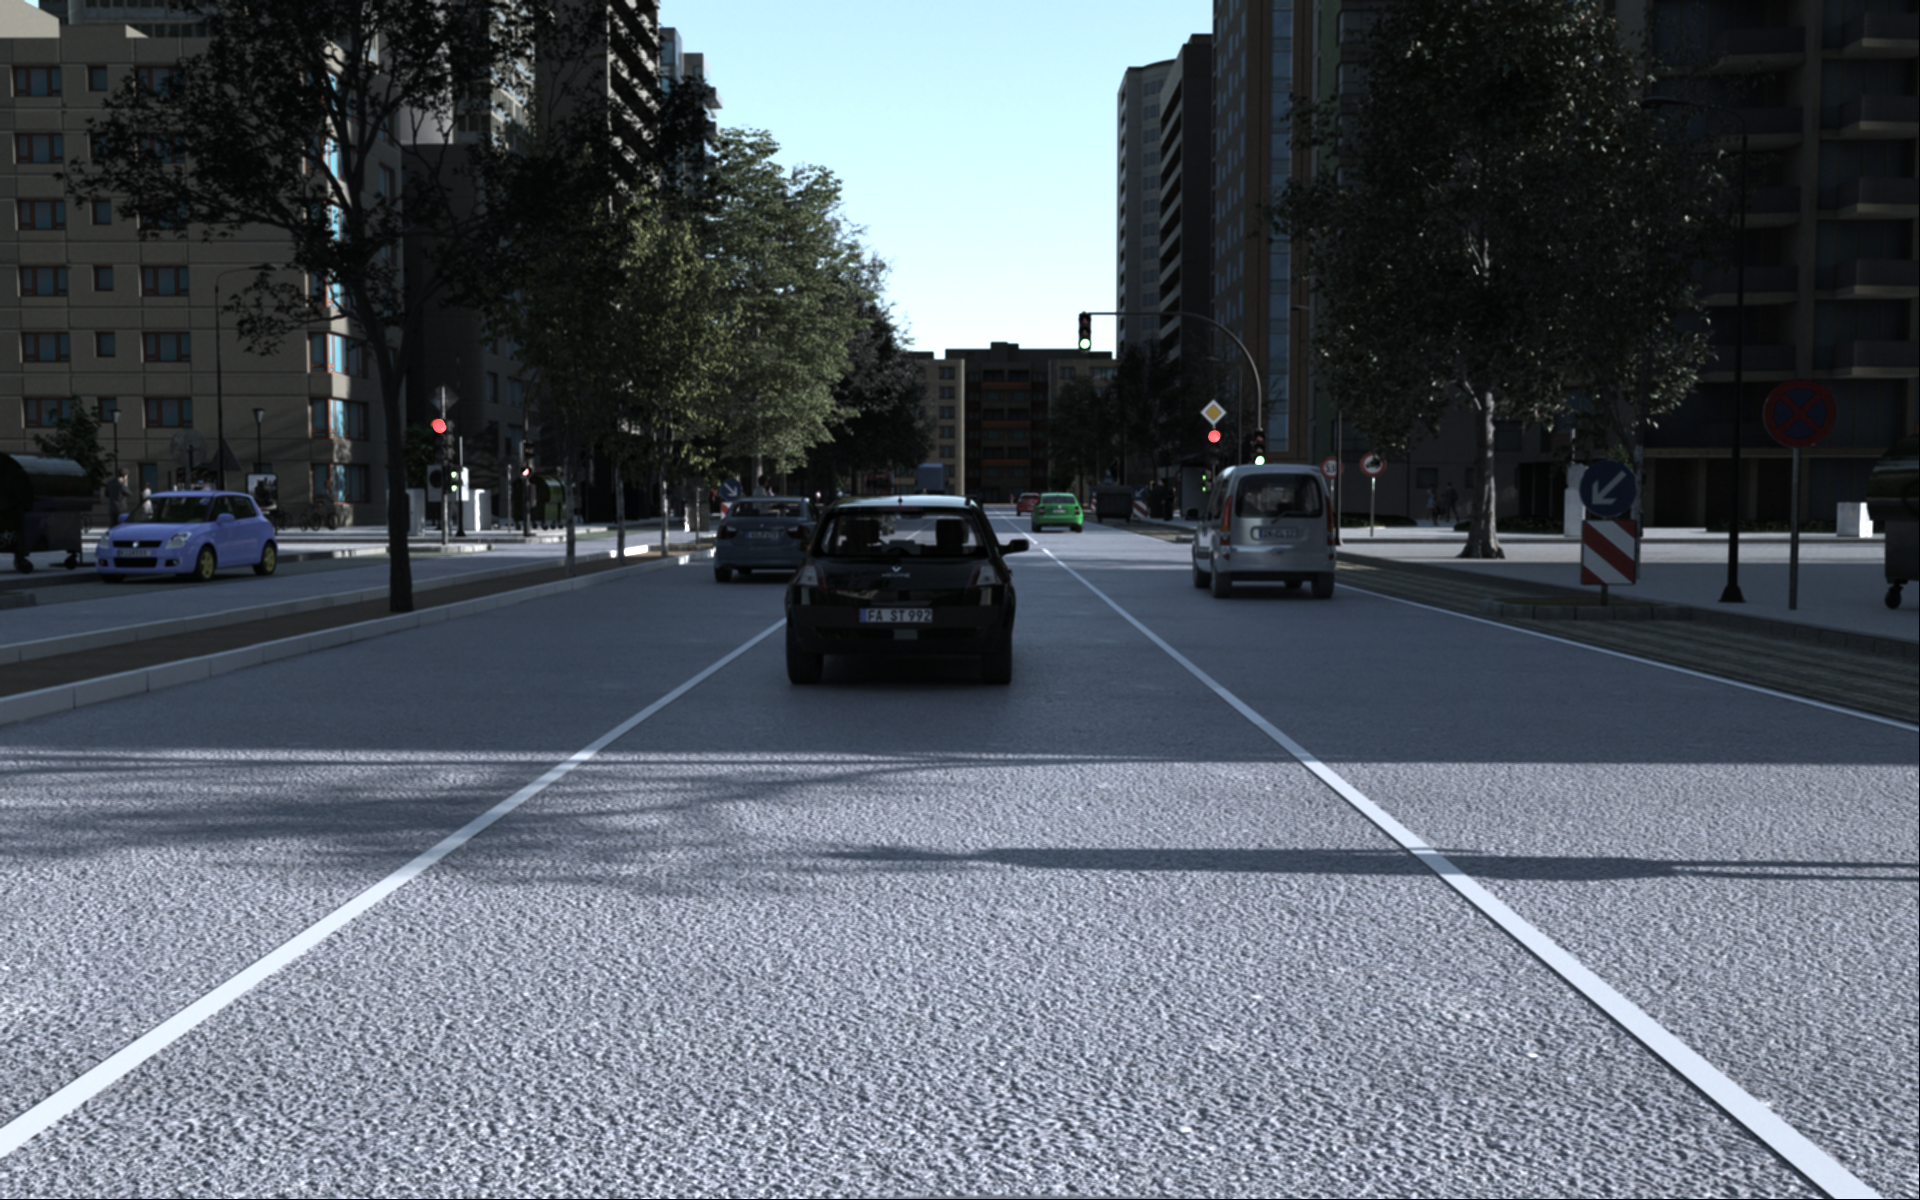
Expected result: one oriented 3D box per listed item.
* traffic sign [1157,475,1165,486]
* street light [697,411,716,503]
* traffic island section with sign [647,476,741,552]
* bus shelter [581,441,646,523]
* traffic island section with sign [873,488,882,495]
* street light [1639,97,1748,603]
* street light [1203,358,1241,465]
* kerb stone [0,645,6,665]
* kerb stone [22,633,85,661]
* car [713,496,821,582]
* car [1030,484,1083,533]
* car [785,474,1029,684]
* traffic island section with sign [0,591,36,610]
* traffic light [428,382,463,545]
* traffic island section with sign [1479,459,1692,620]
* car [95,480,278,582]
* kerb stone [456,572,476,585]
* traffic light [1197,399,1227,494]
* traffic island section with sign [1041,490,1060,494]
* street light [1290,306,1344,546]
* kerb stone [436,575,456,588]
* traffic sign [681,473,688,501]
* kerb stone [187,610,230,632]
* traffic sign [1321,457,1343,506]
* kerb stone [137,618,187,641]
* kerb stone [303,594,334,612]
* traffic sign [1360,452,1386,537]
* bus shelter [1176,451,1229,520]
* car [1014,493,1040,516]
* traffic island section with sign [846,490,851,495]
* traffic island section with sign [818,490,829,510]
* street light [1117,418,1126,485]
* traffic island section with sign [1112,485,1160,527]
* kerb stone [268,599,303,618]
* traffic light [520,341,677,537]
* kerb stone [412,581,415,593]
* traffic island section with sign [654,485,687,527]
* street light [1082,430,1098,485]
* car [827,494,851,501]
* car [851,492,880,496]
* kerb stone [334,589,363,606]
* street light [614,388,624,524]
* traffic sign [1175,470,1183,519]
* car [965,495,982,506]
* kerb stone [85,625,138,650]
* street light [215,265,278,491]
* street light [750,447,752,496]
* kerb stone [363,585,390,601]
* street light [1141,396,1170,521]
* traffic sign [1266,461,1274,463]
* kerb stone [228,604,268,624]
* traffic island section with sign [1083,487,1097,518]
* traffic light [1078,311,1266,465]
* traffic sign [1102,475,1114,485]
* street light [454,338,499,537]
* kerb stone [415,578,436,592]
[{"bbox_3d":[13.224,-7.067,115.555,0.884,2.594,0.081,0,4,4],"label":"traffic sign"},{"bbox_3d":[-13.999,-7.558,96.119,1.470,5.913,1.316,0,4,0],"label":"street light"},{"bbox_3d":[-6.752,-2.183,43.829,2.006,1.907,1.989,0,4,0],"label":"traffic island section with sign"},{"bbox_3d":[-15.770,-5.368,79.057,1.731,3.624,6.357,0,4,0],"label":"bus shelter"},{"bbox_3d":[-6.062,-7.232,126.372,2.006,1.907,1.989,0,4,0],"label":"traffic island section with sign"},{"bbox_3d":[8.645,-2.929,20.437,1.470,5.913,1.316,0,4,0],"label":"street light"},{"bbox_3d":[9.000,-5.301,59.209,1.470,5.913,1.316,0,4,0],"label":"street light"},{"bbox_3d":[-8.055,0.489,14.208,0.120,0.150,1.000,0,4,0],"label":"kerb stone"},{"bbox_3d":[-8.041,0.426,15.236,0.120,0.150,1.000,0,4,0],"label":"kerb stone"},{"bbox_3d":[-3.131,-1.076,29.601,2.014,1.417,4.499,0,4,0],"label":"car"},{"bbox_3d":[3.652,-3.478,65.658,1.959,1.807,4.718,0,3,0],"label":"car"},{"bbox_3d":[-0.419,-0.286,14.459,2.009,1.686,4.222,0,4,1],"label":"car"},{"bbox_3d":[-12.855,-0.801,21.724,1.989,1.847,2.006,0,4,0],"label":"traffic island section with sign"},{"bbox_3d":[-12.955,-3.339,43.512,0.839,4.253,0.868,0,4,0],"label":"traffic light"},{"bbox_3d":[7.266,-0.724,20.466,1.989,1.847,2.006,0,4,0],"label":"traffic island section with sign"},{"bbox_3d":[-12.943,-1.190,29.044,1.945,1.707,3.694,0,4,1],"label":"car"},{"bbox_3d":[-7.944,-0.324,27.539,0.120,0.150,1.000,0,4,0],"label":"kerb stone"},{"bbox_3d":[7.473,-3.818,51.343,0.839,4.253,0.868,0,4,0],"label":"traffic light"},{"bbox_3d":[8.372,-8.843,153.208,1.989,1.847,2.006,0,4,0],"label":"traffic island section with sign"},{"bbox_3d":[8.837,-4.304,42.904,1.470,5.913,1.316,0,4,0],"label":"street light"},{"bbox_3d":[-7.958,-0.264,26.514,0.120,0.150,1.000,0,4,0],"label":"kerb stone"},{"bbox_3d":[-16.785,-6.444,105.458,0.768,2.556,0.104,0,4,6],"label":"traffic sign"},{"bbox_3d":[-8.018,0.245,18.307,0.120,0.150,1.000,0,4,0],"label":"kerb stone"},{"bbox_3d":[12.721,-3.621,59.306,0.768,2.556,0.104,0,4,8],"label":"traffic sign"},{"bbox_3d":[-8.025,0.300,17.285,0.120,0.150,1.000,0,4,0],"label":"kerb stone"},{"bbox_3d":[-8.000,0.050,21.373,0.120,0.150,1.000,0,4,0],"label":"kerb stone"},{"bbox_3d":[12.353,-3.166,51.872,0.768,2.556,0.104,0,4,6],"label":"traffic sign"},{"bbox_3d":[11.541,-5.400,82.213,2.014,3.302,5.546,0,4,0],"label":"bus shelter"},{"bbox_3d":[4.580,-6.314,112.268,2.155,1.783,4.494,0,4,2],"label":"car"},{"bbox_3d":[-11.532,-10.502,180.339,1.989,1.847,2.006,0,4,0],"label":"traffic island section with sign"},{"bbox_3d":[-11.746,-8.854,153.385,1.989,1.847,2.006,0,4,0],"label":"traffic island section with sign"},{"bbox_3d":[9.363,-8.038,103.958,1.470,5.913,1.316,0,4,0],"label":"street light"},{"bbox_3d":[7.725,-4.133,76.201,1.989,1.847,2.006,0,4,0],"label":"traffic island section with sign"},{"bbox_3d":[-8.002,0.113,20.351,0.120,0.150,1.000,0,4,0],"label":"kerb stone"},{"bbox_3d":[-10.796,-4.700,51.515,4.771,5.953,1.251,0,4,0],"label":"traffic light"},{"bbox_3d":[-7.959,-0.139,24.468,0.120,0.150,1.000,0,4,0],"label":"kerb stone"},{"bbox_3d":[-12.385,-4.157,76.597,1.989,1.847,2.006,0,4,0],"label":"traffic island section with sign"},{"bbox_3d":[9.486,-9.415,126.476,1.470,5.913,1.316,0,4,0],"label":"street light"},{"bbox_3d":[-8.298,-6.731,122.059,2.014,1.417,4.499,0,4,1],"label":"car"},{"bbox_3d":[-3.233,-3.141,61.138,2.009,1.686,4.222,0,4,2],"label":"car"},{"bbox_3d":[-7.990,-0.008,22.409,0.120,0.150,1.000,0,4,0],"label":"kerb stone"},{"bbox_3d":[-14.106,-6.204,73.984,1.470,5.913,1.316,0,4,0],"label":"street light"},{"bbox_3d":[11.528,-5.479,89.679,0.768,2.556,0.104,1,4,9],"label":"traffic sign"},{"bbox_3d":[0.842,-7.923,142.116,1.945,1.354,3.894,0,4,-1],"label":"car"},{"bbox_3d":[-8.042,0.364,16.258,0.120,0.150,1.000,0,4,0],"label":"kerb stone"},{"bbox_3d":[-14.488,-3.830,35.158,1.470,5.913,1.316,0,4,0],"label":"street light"},{"bbox_3d":[-13.751,-8.914,118.280,1.470,5.913,1.316,0,4,0],"label":"street light"},{"bbox_3d":[-7.971,-0.076,23.439,0.120,0.150,1.000,0,4,0],"label":"kerb stone"},{"bbox_3d":[9.244,-6.684,81.823,1.470,5.913,1.316,0,4,0],"label":"street light"},{"bbox_3d":[11.823,-4.058,66.455,0.768,2.556,0.104,0,4,2],"label":"traffic sign"},{"bbox_3d":[-8.018,0.175,19.329,0.120,0.150,1.000,0,4,0],"label":"kerb stone"},{"bbox_3d":[7.952,-5.797,103.405,1.989,1.847,2.006,0,4,0],"label":"traffic island section with sign"},{"bbox_3d":[5.313,-4.194,43.235,4.771,5.953,1.251,0,4,0],"label":"traffic light"},{"bbox_3d":[9.880,-7.057,115.483,0.768,2.556,0.104,0,4,6],"label":"traffic sign"},{"bbox_3d":[-14.378,-4.832,51.546,1.470,5.913,1.316,0,4,0],"label":"street light"},{"bbox_3d":[-7.959,-0.201,25.490,0.120,0.150,1.000,0,4,0],"label":"kerb stone"}]
